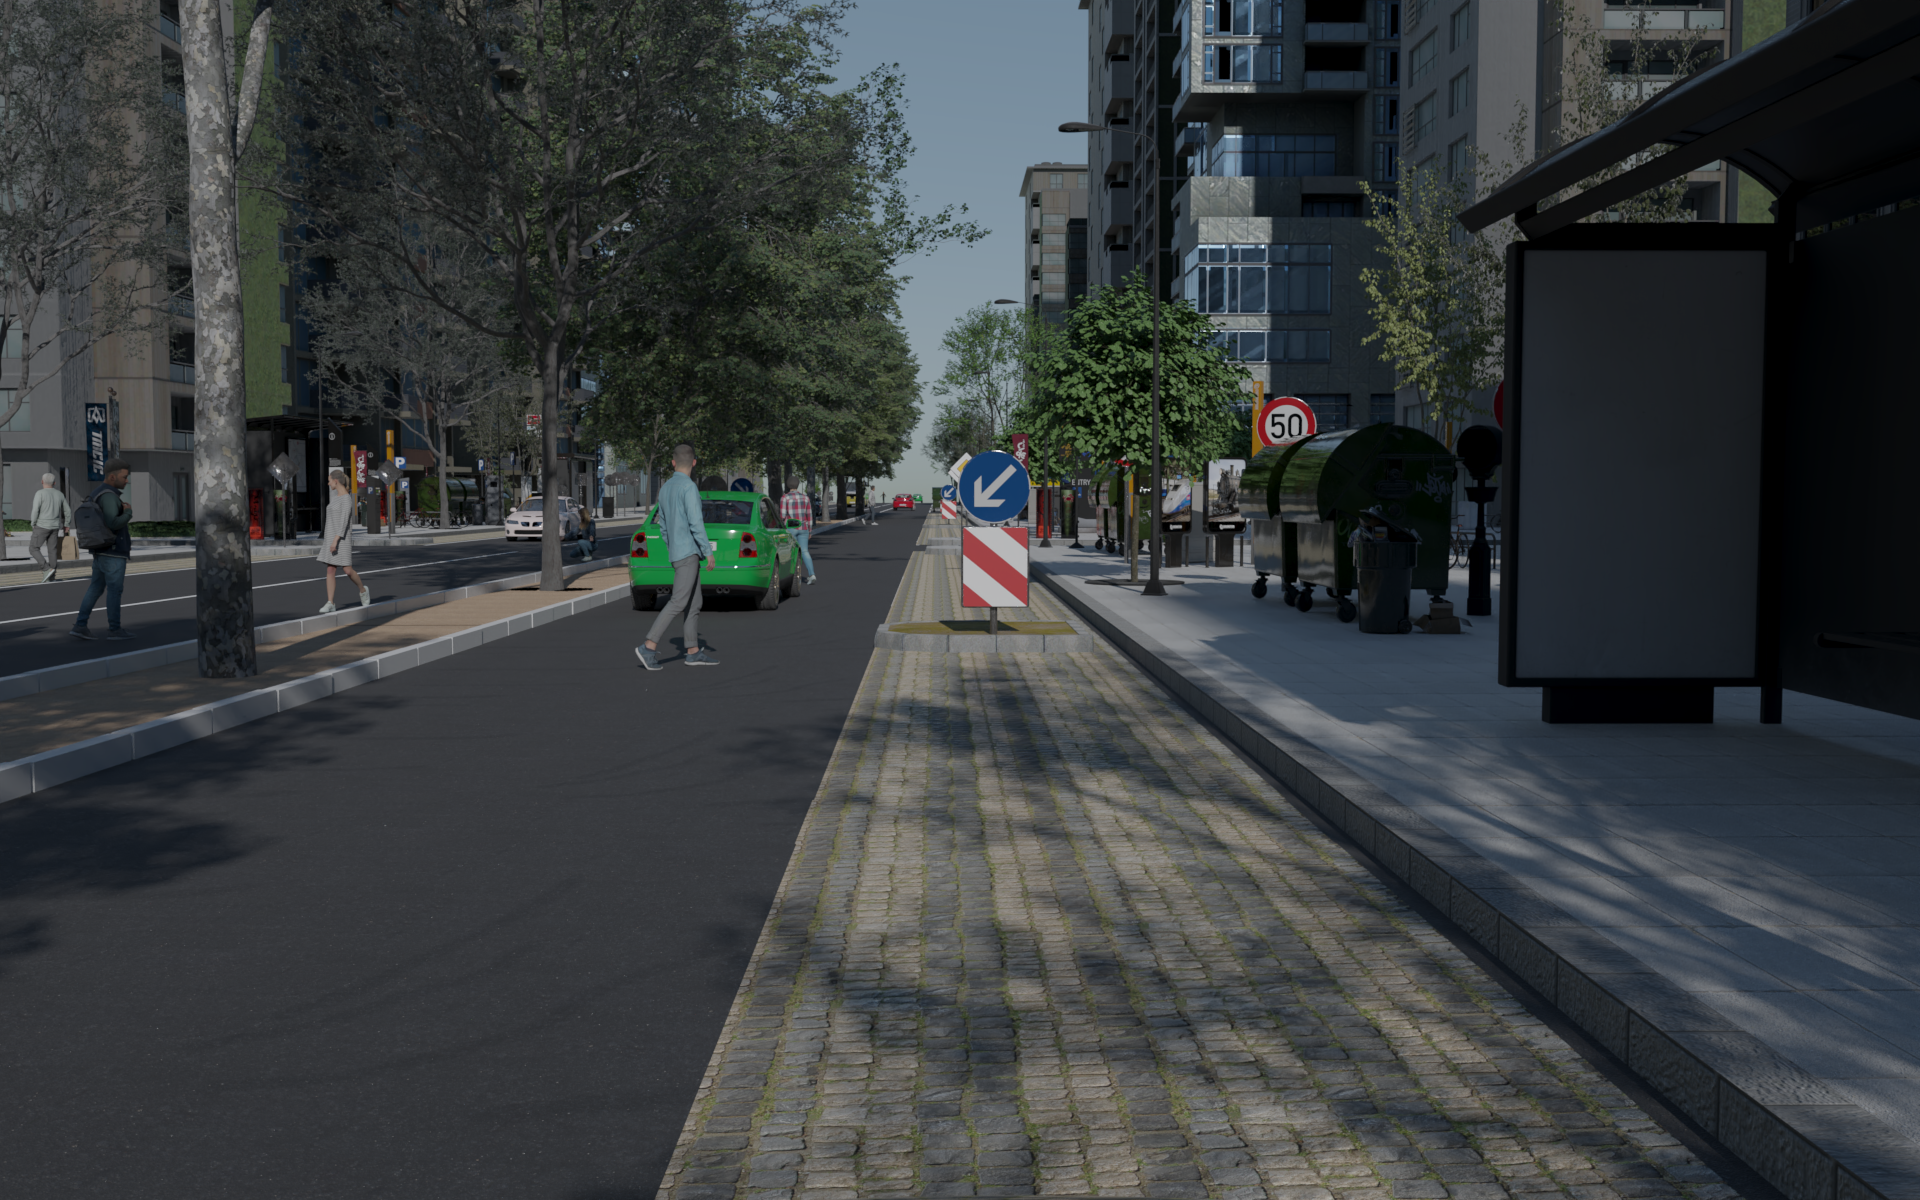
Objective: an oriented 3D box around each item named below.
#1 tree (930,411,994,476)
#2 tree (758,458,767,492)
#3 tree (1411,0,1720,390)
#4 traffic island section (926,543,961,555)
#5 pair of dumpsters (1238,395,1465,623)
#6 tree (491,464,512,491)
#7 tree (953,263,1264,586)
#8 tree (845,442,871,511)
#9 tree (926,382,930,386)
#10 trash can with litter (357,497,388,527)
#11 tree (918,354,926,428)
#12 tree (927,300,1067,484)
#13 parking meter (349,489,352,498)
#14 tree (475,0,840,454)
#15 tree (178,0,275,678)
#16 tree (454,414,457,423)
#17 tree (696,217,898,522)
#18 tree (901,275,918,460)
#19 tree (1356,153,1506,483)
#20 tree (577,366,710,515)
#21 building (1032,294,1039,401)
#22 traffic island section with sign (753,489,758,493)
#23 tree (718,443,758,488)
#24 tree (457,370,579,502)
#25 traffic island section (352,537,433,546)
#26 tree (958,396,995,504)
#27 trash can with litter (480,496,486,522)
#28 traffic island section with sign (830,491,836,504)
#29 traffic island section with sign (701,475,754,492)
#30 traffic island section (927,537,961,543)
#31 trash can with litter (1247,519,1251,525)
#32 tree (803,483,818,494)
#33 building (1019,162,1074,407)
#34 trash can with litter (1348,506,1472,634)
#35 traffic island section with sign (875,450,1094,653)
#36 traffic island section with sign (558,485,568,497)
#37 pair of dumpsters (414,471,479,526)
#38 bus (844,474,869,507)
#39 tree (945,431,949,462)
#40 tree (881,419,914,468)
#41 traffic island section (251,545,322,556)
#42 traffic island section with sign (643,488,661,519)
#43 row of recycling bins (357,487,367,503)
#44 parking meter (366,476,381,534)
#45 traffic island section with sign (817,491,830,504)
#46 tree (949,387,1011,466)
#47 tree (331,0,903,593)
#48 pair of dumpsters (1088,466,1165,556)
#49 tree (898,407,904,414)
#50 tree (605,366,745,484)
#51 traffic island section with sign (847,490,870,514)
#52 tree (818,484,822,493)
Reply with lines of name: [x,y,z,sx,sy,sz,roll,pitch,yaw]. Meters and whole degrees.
tree: [1.131,-15.573,189.032,7.601,10.594,8.767,3,5,42]
tree: [-20.618,-13.443,170.149,4.737,8.622,4.395,0,3,0]
tree: [9.049,-4.585,25.323,4.360,8.622,3.978,0,3,0]
traffic island section: [0.180,-1.190,41.740,2.009,0.180,2.903,0,4,-1]
pair of dumpsters: [4.232,-1.021,19.183,1.574,2.255,4.437,0,4,-1]
tree: [-29.270,-7.065,110.118,1.663,3.219,1.824,0,3,0]
tree: [2.541,-2.504,24.655,4.285,4.588,4.351,0,3,0]
tree: [-6.860,-9.241,103.907,4.360,8.622,3.978,0,3,0]
tree: [-6.421,-12.345,110.946,9.857,13.997,8.962,0,3,0]
trash can with litter: [-23.101,-3.469,68.112,1.055,1.170,0.624,-3,5,-44]
tree: [-6.568,-11.431,96.003,9.857,13.997,8.962,0,3,0]
tree: [2.219,-10.142,91.581,9.928,11.665,9.643,0,3,0]
parking meter: [-26.516,-4.110,75.615,0.372,1.533,0.369,0,3,0]
tree: [-5.952,-7.859,37.615,9.857,13.997,8.962,0,3,0]
tree: [-4.512,-9.405,12.119,12.611,20.169,13.585,0,3,0]
tree: [-28.513,-9.452,104.903,4.360,8.622,3.978,0,3,0]
tree: [-6.408,-8.842,65.147,7.486,12.596,7.792,0,3,0]
tree: [-6.007,-9.006,56.354,9.857,13.997,8.962,0,3,0]
tree: [10.398,-5.335,37.597,4.737,8.622,4.395,0,3,0]
tree: [-19.061,-10.437,105.063,8.767,10.594,7.601,-1,4,-8]
building: [17.228,-29.231,249.632,14.160,30.474,14.107,0,4,-1]
traffic island section with sign: [-17.690,-8.602,149.273,1.989,1.847,2.006,0,4,-1]
tree: [-21.144,-12.428,153.567,4.737,8.622,4.395,0,3,0]
tree: [-19.666,-7.847,78.662,4.360,8.622,3.978,0,3,0]
traffic island section: [-16.319,-1.665,49.505,2.009,0.180,2.903,0,4,-1]
tree: [0.137,-18.756,217.035,12.009,13.543,11.850,0,3,0]
trash can with litter: [-21.957,-4.183,79.783,0.624,1.170,1.055,0,4,-5]
traffic island section with sign: [-19.204,-15.316,259.047,1.989,1.847,2.006,0,4,-1]
traffic island section with sign: [-6.032,-2.065,41.894,2.006,1.907,1.989,0,4,-1]
traffic island section: [0.071,-1.679,49.725,2.009,0.180,2.903,0,4,-1]
trash can with litter: [11.988,-3.752,72.736,1.055,1.170,0.624,0,4,-4]
tree: [-21.554,-15.283,244.479,1.663,3.219,1.824,0,3,0]
building: [24.151,-41.655,270.302,28.713,52.752,27.495,0,4,-1]
trash can with litter: [4.162,-0.284,16.039,1.055,1.170,0.624,0,4,0]
traffic island section with sign: [0.195,-0.481,16.498,1.989,1.847,2.006,0,4,-1]
traffic island section with sign: [-16.636,-3.869,71.885,1.989,1.847,2.006,0,4,-1]
pair of dumpsters: [-21.038,-4.190,70.999,1.574,2.255,4.437,0,4,-1]
bus: [-11.236,-11.858,185.432,2.896,3.916,12.252,0,4,-1]
tree: [0.904,-12.551,155.578,4.360,8.622,3.978,0,3,0]
tree: [-7.127,-11.213,120.198,8.767,10.594,7.601,0,4,-1]
traffic island section: [-16.209,-1.177,41.521,2.009,0.180,2.903,0,4,-1]
traffic island section with sign: [-17.012,-5.533,99.087,1.989,1.847,2.006,0,4,-1]
row of recycling bins: [-29.273,-4.471,80.209,3.534,1.692,1.069,-1,4,-15]
parking meter: [-18.736,-3.036,55.352,0.399,1.863,0.255,1,4,23]
traffic island section with sign: [-18.836,-13.668,232.094,1.989,1.847,2.006,0,4,-1]
tree: [1.875,-10.215,117.378,4.360,8.622,3.978,0,3,0]
tree: [-6.063,-6.881,25.325,12.009,13.543,11.850,0,3,0]
pair of dumpsters: [3.764,-2.160,37.808,1.574,2.255,4.437,0,4,-1]
tree: [-6.717,-10.196,87.288,7.486,12.596,7.792,0,3,0]
tree: [-19.413,-12.278,117.747,9.611,12.733,9.660,0,3,0]
traffic island section with sign: [-7.167,-7.113,124.432,2.006,1.907,1.989,0,4,-1]
tree: [-22.573,-16.998,272.519,1.663,3.219,1.824,0,3,0]
